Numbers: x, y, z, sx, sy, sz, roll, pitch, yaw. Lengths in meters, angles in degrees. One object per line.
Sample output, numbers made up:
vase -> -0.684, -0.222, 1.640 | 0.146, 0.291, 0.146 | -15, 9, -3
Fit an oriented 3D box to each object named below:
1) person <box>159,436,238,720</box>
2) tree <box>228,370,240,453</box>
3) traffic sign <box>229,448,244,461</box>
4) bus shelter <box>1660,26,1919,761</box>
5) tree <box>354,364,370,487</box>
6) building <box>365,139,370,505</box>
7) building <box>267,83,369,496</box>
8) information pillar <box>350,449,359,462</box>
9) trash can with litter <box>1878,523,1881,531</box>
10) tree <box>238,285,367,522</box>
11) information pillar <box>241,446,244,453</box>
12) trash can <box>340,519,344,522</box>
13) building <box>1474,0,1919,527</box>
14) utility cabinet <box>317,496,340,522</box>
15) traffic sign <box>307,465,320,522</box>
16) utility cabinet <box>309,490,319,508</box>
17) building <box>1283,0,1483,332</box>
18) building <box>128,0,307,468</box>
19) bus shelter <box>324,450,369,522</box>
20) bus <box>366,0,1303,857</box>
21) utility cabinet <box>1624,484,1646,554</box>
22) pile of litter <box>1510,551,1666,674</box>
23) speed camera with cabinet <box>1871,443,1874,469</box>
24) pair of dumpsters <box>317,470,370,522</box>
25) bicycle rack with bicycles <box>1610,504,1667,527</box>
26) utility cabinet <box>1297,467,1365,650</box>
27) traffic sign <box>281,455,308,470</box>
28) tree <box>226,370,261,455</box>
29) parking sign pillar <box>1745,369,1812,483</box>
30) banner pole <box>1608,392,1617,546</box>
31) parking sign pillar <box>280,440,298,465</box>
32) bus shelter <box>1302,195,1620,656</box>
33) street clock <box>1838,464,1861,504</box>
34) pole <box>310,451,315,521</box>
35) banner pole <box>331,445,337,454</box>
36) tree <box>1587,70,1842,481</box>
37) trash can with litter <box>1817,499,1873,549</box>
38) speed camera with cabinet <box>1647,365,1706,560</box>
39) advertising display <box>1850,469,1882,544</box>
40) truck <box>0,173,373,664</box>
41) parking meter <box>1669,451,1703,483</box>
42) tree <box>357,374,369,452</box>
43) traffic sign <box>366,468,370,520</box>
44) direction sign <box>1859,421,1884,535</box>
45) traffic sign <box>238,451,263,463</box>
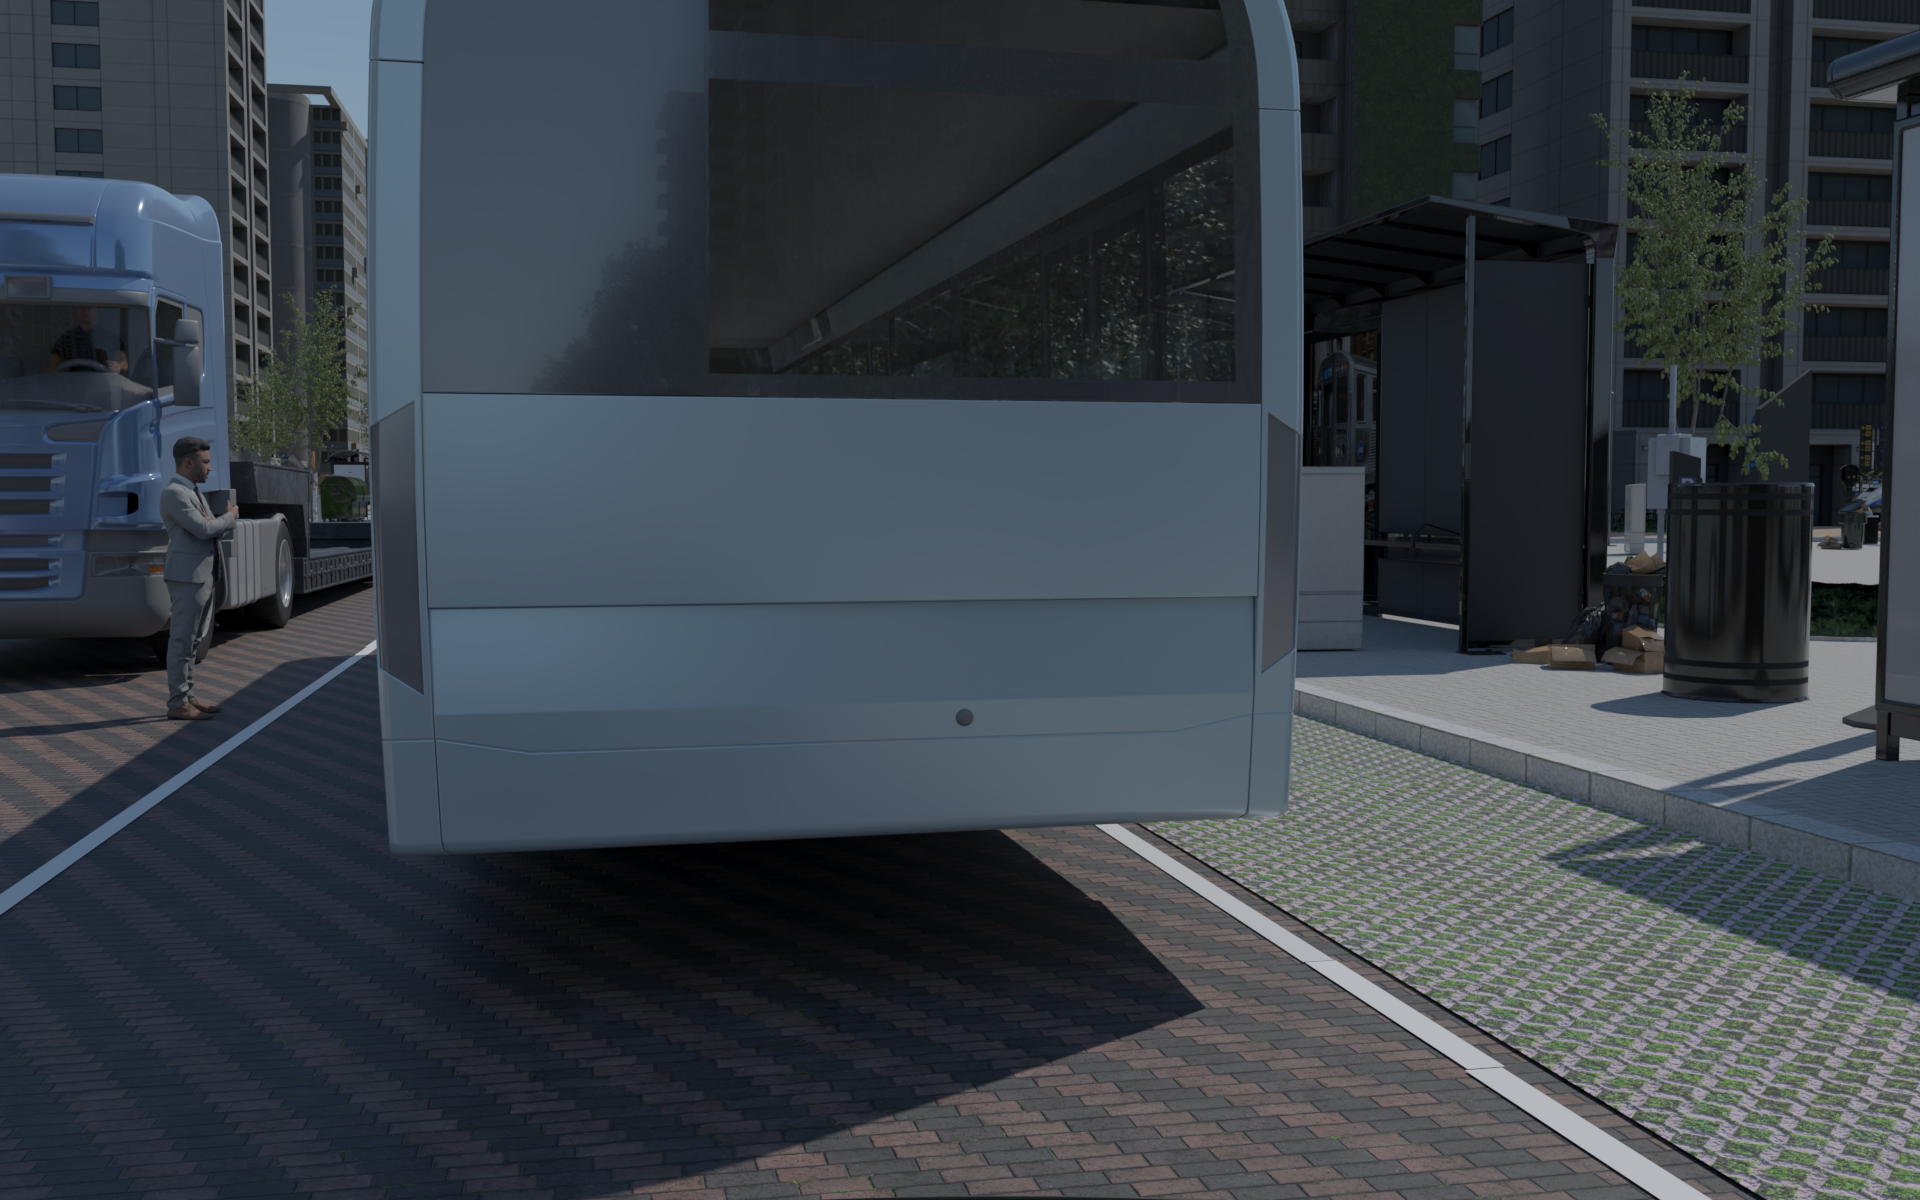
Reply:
person -> -4.873, -0.149, 11.121 | 0.466, 1.800, 0.511 | -2, 4, -25
tree -> -39.467, -9.017, 97.785 | 4.737, 8.622, 4.395 | 0, 3, 0
traffic sign -> -15.323, -1.997, 36.290 | 0.795, 2.450, 0.064 | -1, 4, -12
bus shelter -> 5.509, -1.794, 6.964 | 2.179, 5.291, 8.768 | -1, 4, -12
tree -> -30.450, -8.705, 92.684 | 4.360, 8.622, 3.978 | 0, 3, 0
building -> -76.125, -34.332, 215.952 | 28.867, 44.769, 22.147 | -1, 4, -12
building -> -67.649, -28.640, 160.145 | 23.993, 40.220, 32.217 | -1, 4, -12
information pillar -> -31.095, -5.973, 89.017 | 0.183, 3.616, 0.504 | 3, 5, 42
trash can with litter -> 32.179, -2.979, 60.100 | 1.055, 1.170, 0.624 | 1, 4, 18
tree -> -22.864, -6.771, 61.067 | 4.737, 8.622, 4.395 | 0, 3, 0
information pillar -> -34.846, -5.681, 84.235 | 0.183, 3.616, 0.504 | -2, 4, -30
trash can -> -27.310, -3.926, 75.844 | 0.748, 1.137, 0.748 | 0, 3, 0
building -> 33.635, -38.998, 75.875 | 20.611, 71.187, 20.563 | -1, 4, -12
utility cabinet -> -27.138, -3.860, 74.266 | 0.306, 1.237, 1.020 | 3, 5, 42
traffic sign -> -25.737, -4.126, 68.642 | 0.795, 2.450, 0.064 | 0, 4, -8
utility cabinet -> -33.221, -4.856, 88.066 | 1.173, 1.500, 0.318 | -2, 4, -31
building -> 10.076, -17.999, 65.992 | 14.107, 30.474, 14.160 | -1, 4, -12
building -> -58.139, -41.800, 121.684 | 20.563, 71.187, 20.611 | -1, 4, -12
bus shelter -> -28.616, -5.388, 82.016 | 2.014, 3.302, 5.546 | -1, 4, -12
bus -> -1.784, -0.994, 11.111 | 2.948, 3.499, 13.247 | -1, 4, -13
utility cabinet -> 14.344, -1.722, 36.840 | 0.318, 1.500, 1.173 | 1, 4, 16
pile of litter -> 4.856, 0.071, 12.798 | 1.176, 0.858, 1.719 | -1, 4, -19
speed camera with cabinet -> 35.794, -4.426, 66.706 | 2.038, 3.252, 0.660 | 1, 4, 12
pair of dumpsters -> -24.285, -4.021, 68.230 | 1.574, 2.255, 4.437 | -1, 4, -12
bicycle rack with bicycles -> 24.199, -2.975, 62.018 | 2.852, 0.926, 2.925 | -1, 4, -10
utility cabinet -> 2.677, -0.333, 14.131 | 1.173, 1.500, 0.318 | -1, 4, -9
traffic sign -> -16.983, -2.475, 44.101 | 0.795, 2.450, 0.064 | -1, 4, -12
tree -> -44.225, -9.396, 103.994 | 4.360, 8.622, 3.978 | 0, 3, 0
parking sign pillar -> 17.677, -2.996, 37.462 | 1.447, 3.967, 1.447 | -1, 4, -15
banner pole -> 16.088, -3.230, 42.831 | 0.401, 3.779, 0.863 | 1, 4, 23
parking sign pillar -> -32.661, -5.866, 84.377 | 1.447, 3.967, 1.447 | 0, 4, -2
bus shelter -> 3.888, -1.564, 16.851 | 1.731, 3.624, 6.357 | -1, 4, -12
street clock -> 21.760, -2.315, 42.416 | 0.471, 2.002, 0.358 | 1, 4, 17
pole -> -30.931, -5.443, 82.830 | 0.158, 3.312, 0.155 | 0, 3, 0
banner pole -> -31.988, -6.047, 88.891 | 0.863, 3.779, 0.401 | 1, 4, 16
tree -> 12.861, -4.894, 30.378 | 4.737, 8.622, 4.395 | 0, 3, 0
trash can with litter -> 20.528, -1.761, 40.187 | 1.055, 1.170, 0.624 | -1, 4, -9
speed camera with cabinet -> 11.550, -1.954, 26.287 | 0.660, 3.252, 2.038 | -3, 5, -42
advertising display -> 23.389, -2.401, 44.474 | 0.974, 1.923, 0.123 | 1, 4, 16
truck -> -9.015, -1.923, 21.202 | 2.967, 4.110, 18.799 | -1, 4, -12
parking meter -> 9.858, -1.091, 23.552 | 0.399, 1.863, 0.255 | 0, 4, 8
tree -> -34.318, -11.903, 111.623 | 9.611, 12.733, 9.660 | 0, 3, 0
traffic sign -> -29.578, -5.283, 86.383 | 0.884, 2.594, 0.081 | 0, 4, -3
direction sign -> 28.521, -3.793, 54.017 | 0.876, 3.537, 0.379 | 2, 4, 30
traffic sign -> -20.949, -3.116, 51.057 | 0.768, 2.556, 0.104 | -1, 4, -12
